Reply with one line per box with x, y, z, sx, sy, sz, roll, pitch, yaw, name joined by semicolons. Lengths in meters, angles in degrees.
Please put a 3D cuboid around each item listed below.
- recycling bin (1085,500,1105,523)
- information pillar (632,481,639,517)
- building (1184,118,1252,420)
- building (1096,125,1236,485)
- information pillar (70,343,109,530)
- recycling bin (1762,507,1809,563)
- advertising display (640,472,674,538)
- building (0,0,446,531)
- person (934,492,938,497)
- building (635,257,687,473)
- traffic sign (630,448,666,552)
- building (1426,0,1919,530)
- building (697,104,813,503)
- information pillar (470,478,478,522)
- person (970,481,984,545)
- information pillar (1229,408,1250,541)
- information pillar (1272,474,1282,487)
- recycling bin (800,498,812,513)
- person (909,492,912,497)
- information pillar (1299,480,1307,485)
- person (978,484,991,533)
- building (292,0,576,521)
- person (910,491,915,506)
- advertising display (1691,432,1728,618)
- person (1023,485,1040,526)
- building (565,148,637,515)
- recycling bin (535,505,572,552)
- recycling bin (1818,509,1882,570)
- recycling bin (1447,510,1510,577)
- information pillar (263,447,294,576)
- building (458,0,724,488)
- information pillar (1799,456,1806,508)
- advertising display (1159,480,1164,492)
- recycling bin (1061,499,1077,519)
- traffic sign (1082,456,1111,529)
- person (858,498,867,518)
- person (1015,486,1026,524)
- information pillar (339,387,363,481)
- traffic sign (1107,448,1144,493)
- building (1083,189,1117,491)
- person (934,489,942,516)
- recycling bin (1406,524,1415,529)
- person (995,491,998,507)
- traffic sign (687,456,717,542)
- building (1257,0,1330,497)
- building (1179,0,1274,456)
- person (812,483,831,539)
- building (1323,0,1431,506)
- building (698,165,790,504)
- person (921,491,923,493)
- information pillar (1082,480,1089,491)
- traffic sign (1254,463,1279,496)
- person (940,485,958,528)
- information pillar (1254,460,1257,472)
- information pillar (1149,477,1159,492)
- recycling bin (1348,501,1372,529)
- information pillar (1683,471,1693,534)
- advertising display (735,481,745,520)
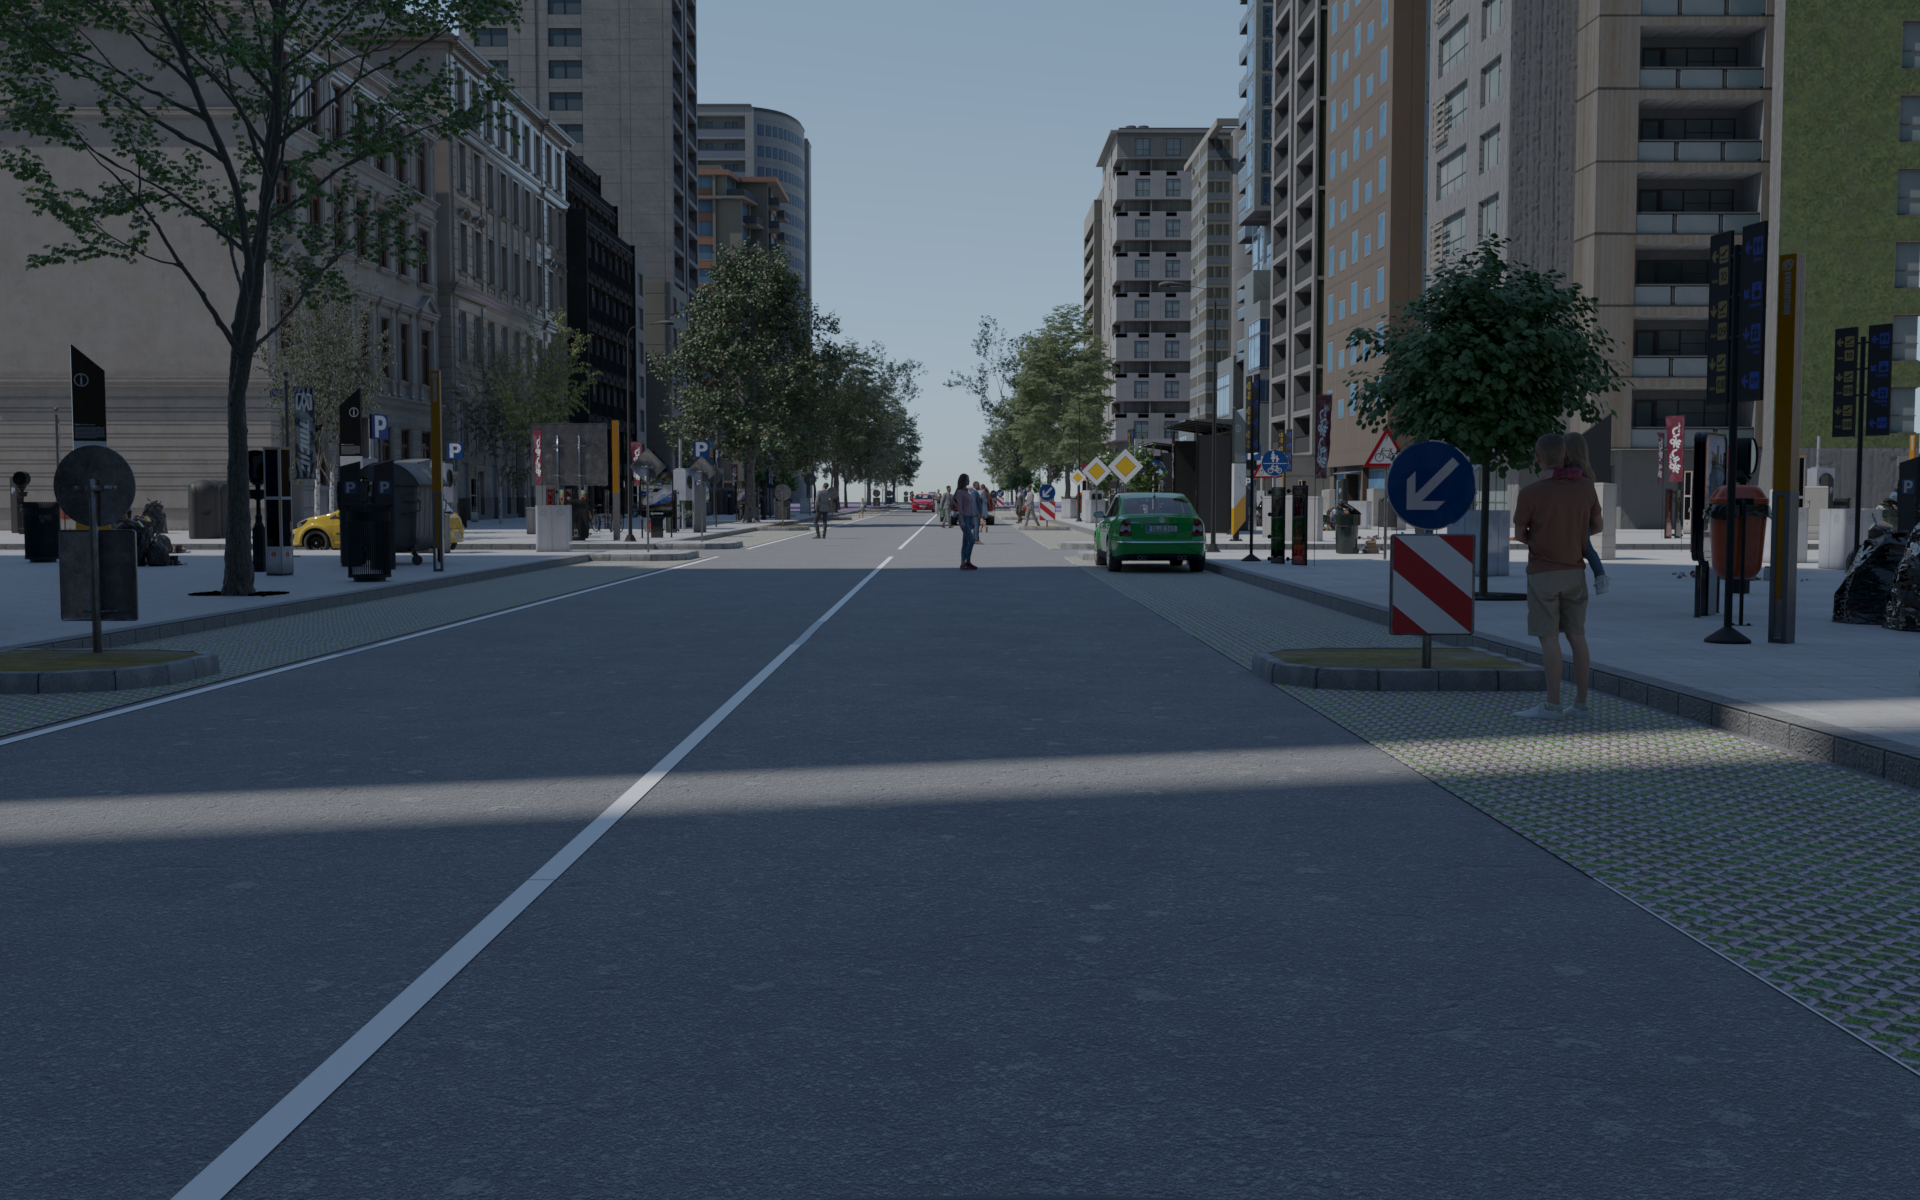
5.961;-3.906;76.412;0.722;1.027;0.722;-1;4;-14;recycling bin
-18.144;-5.648;96.838;0.304;2.012;0.304;0;4;-2;information pillar
35.850;-29.304;170.996;32.217;40.220;23.993;0;3;0;building
34.466;-40.070;244.390;28.713;52.752;27.495;0;3;0;building
-13.633;-2.188;27.124;0.504;3.616;0.183;-2;4;-30;information pillar
15.372;-1.218;32.463;0.722;1.027;0.722;0;4;-4;recycling bin
-8.904;-2.791;50.851;0.974;1.923;0.123;-1;4;-14;advertising display
-29.032;-14.281;69.652;11.583;22.565;21.152;0;3;0;building
-2.967;-13.558;230.997;1.217;1.723;0.721;0;4;-6;person
-37.398;-17.779;135.729;27.650;21.520;28.899;0;3;0;building
-6.863;-2.107;38.086;0.795;2.450;0.064;0;3;0;traffic sign
26.856;-23.435;66.760;14.086;41.232;14.154;0;3;0;building
-34.054;-44.020;261.724;21.231;58.520;28.212;0;3;0;building
-22.262;-4.580;79.372;0.304;2.012;0.304;-1;4;-9;information pillar
0.463;-2.494;49.453;0.419;1.800;0.721;0;4;-5;person
7.582;-3.411;47.130;0.504;3.616;0.183;-3;4;-38;information pillar
15.516;-5.705;84.625;0.504;3.616;0.183;-1;4;-10;information pillar
-10.216;-6.249;114.730;0.722;1.027;0.722;0;4;-1;recycling bin
-6.936;-14.555;247.201;0.721;1.743;1.217;2;4;34;person
17.884;-5.259;90.475;0.304;2.012;0.304;-1;4;-22;information pillar
0.902;-3.408;64.308;0.616;1.811;0.778;-2;4;-28;person
-29.348;-18.066;92.639;12.463;27.353;25.104;0;3;0;building
-5.609;-12.058;205.653;0.705;1.823;1.348;3;4;36;person
7.909;-0.799;18.285;0.123;1.923;0.974;3;4;36;advertising display
2.944;-3.864;71.953;0.850;1.792;0.678;-1;4;-9;person
-28.786;-17.340;113.191;12.332;23.373;15.834;0;3;0;building
-9.062;-1.596;38.655;0.722;1.027;0.722;0;4;-7;recycling bin
15.210;-1.043;29.603;0.722;1.027;0.722;0;4;-5;recycling bin
8.161;-0.900;27.277;0.722;1.027;0.722;-3;5;-39;recycling bin
-10.719;-1.391;27.241;0.304;2.012;0.304;1;4;15;information pillar
-32.772;-44.078;158.925;20.563;71.187;20.611;0;3;0;building
16.068;-1.769;33.416;0.304;2.012;0.304;0;4;-6;information pillar
8.883;-4.393;77.036;0.123;1.923;0.974;1;4;22;advertising display
5.817;-4.802;91.068;0.722;1.027;0.722;-3;5;-40;recycling bin
3.626;-2.594;46.057;0.795;2.450;0.064;0;3;0;traffic sign
-5.800;-5.497;103.397;0.505;1.210;0.382;-2;4;-26;person
2.922;-4.604;83.743;0.622;1.834;0.822;2;4;35;person
-13.304;-2.848;37.927;0.504;3.616;0.183;0;4;2;information pillar
3.631;-2.106;38.072;0.795;2.450;0.064;0;3;0;traffic sign
30.588;-39.479;269.181;21.300;48.544;21.600;0;3;0;building
-1.387;-6.298;112.018;0.519;1.759;0.362;0;4;-7;person
16.577;-3.153;64.109;0.722;1.027;0.722;2;4;23;recycling bin
3.698;-10.425;179.626;1.217;1.739;0.721;-2;4;-24;person
-6.869;-2.595;46.071;0.795;2.450;0.064;0;3;0;traffic sign
29.704;-41.058;109.550;20.563;71.187;20.611;0;3;0;building
31.210;-50.669;141.101;22.319;86.520;31.000;0;3;0;building
-4.451;-2.874;55.671;0.592;1.802;0.473;-1;4;-21;person
26.394;-26.597;84.980;14.600;45.320;14.200;0;3;0;building
-34.635;-35.377;233.039;22.147;44.769;28.867;0;3;0;building
-5.455;-14.620;247.552;0.705;1.822;1.348;-1;4;-9;person
6.544;-5.252;90.357;0.304;2.012;0.304;2;4;25;information pillar
10.177;-3.532;57.746;0.884;2.594;0.081;0;4;8;traffic sign
-0.518;-3.896;72.472;0.850;1.792;0.678;3;5;40;person
13.064;-5.275;77.593;0.504;3.616;0.183;2;4;25;information pillar
6.602;-3.354;59.332;0.304;2.012;0.304;-3;5;-44;information pillar
14.576;-3.094;63.140;0.722;1.027;0.722;2;4;26;recycling bin
23.324;-3.106;55.276;0.304;2.012;0.304;-2;4;-27;information pillar
-10.777;-4.872;84.871;0.123;1.923;0.974;1;4;18;advertising display
